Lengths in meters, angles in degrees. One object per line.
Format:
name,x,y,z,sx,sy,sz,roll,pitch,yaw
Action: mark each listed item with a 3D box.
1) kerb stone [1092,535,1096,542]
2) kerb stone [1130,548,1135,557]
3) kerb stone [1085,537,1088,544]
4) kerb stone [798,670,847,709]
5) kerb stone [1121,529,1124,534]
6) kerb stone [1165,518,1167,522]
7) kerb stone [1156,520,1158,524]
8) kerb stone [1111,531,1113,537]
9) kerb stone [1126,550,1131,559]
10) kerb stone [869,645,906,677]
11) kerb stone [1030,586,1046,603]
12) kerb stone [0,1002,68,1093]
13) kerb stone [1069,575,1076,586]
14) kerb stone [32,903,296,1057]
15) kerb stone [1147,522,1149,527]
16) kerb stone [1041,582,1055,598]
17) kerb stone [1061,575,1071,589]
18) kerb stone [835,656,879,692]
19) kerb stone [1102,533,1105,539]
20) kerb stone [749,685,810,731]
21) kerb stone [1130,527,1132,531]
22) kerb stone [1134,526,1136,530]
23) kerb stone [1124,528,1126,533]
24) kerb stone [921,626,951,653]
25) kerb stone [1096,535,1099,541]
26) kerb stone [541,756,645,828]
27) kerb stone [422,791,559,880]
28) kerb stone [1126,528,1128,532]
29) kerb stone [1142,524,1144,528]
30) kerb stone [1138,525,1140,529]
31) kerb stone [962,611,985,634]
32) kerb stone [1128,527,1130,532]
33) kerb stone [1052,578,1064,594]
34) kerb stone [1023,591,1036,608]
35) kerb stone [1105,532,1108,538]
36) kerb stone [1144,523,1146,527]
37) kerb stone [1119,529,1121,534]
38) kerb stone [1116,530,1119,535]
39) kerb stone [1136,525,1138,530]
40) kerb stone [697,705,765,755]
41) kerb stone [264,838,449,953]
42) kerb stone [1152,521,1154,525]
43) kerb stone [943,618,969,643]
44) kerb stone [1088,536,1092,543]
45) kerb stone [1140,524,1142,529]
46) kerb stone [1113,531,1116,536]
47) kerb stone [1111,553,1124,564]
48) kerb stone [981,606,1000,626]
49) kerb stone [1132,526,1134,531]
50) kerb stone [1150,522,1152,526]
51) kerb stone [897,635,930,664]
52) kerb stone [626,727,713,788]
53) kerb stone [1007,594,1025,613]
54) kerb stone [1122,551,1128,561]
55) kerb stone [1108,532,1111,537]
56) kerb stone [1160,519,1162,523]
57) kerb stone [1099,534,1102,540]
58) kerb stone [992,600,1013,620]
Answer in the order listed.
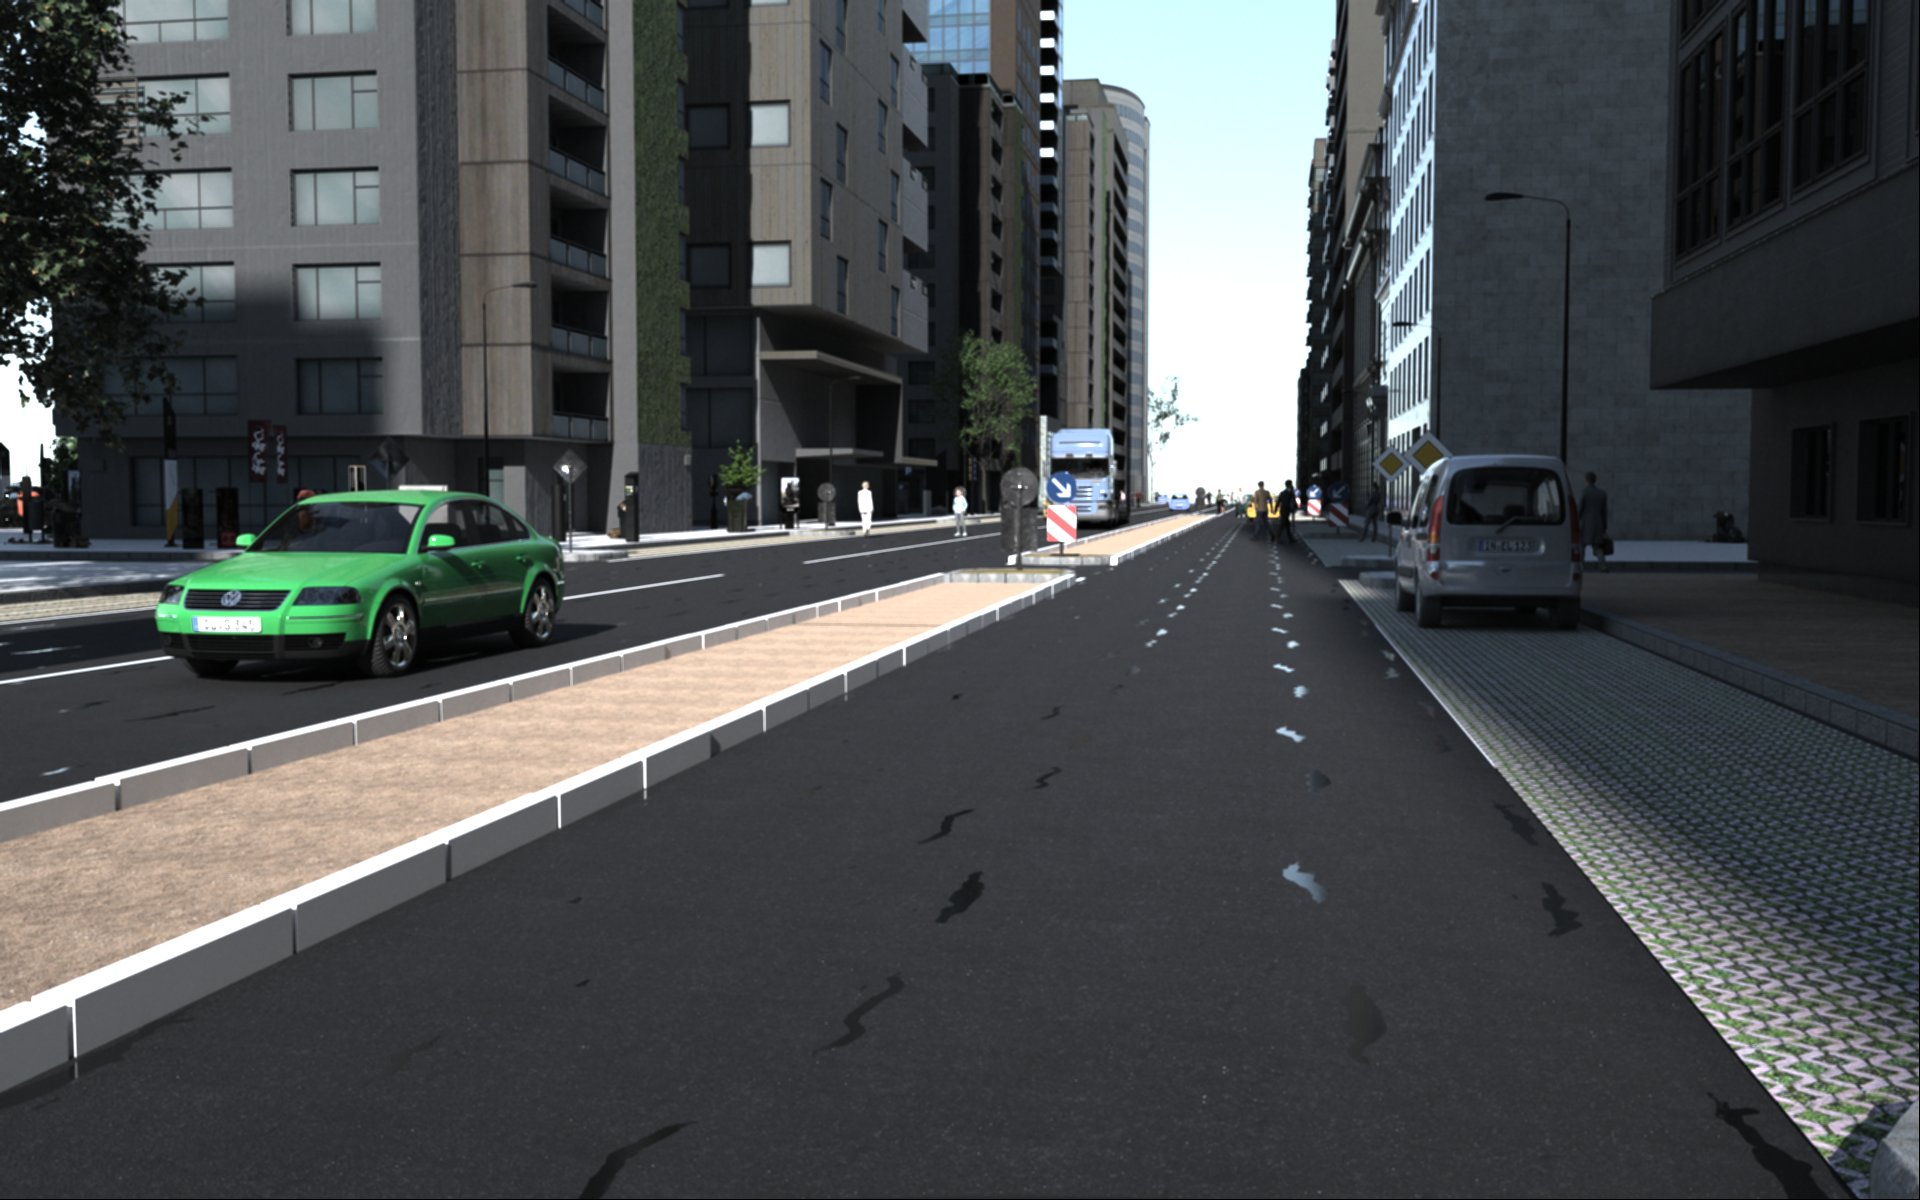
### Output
kerb stone,3.831,-1.775,51.296,0.120,0.150,1.000,1,4,10
kerb stone,3.762,-1.012,38.847,0.120,0.150,1.000,1,4,10
kerb stone,3.470,-1.655,49.284,0.120,0.150,1.000,1,4,10
kerb stone,-0.976,0.625,11.972,0.120,0.150,1.000,1,4,10
kerb stone,5.612,-2.398,61.400,0.120,0.150,1.000,1,4,10
kerb stone,10.231,-4.001,87.613,0.120,0.150,1.000,1,4,10
kerb stone,8.982,-3.570,80.567,0.120,0.150,1.000,1,4,10
kerb stone,4.891,-2.150,57.351,0.120,0.150,1.000,1,4,10
kerb stone,3.581,-0.957,37.835,0.120,0.150,1.000,1,4,10
kerb stone,-0.619,0.501,14.006,0.120,0.150,1.000,1,4,10
kerb stone,0.996,-0.052,23.118,0.120,0.150,1.000,1,4,10
kerb stone,-2.401,1.125,3.896,0.120,0.150,1.000,1,4,10
kerb stone,1.703,-0.300,27.148,0.120,0.150,1.000,1,4,10
kerb stone,-2.220,1.058,4.902,0.120,0.150,1.000,1,4,10
kerb stone,7.924,-3.200,74.507,0.120,0.150,1.000,1,4,10
kerb stone,1.165,-0.118,24.126,0.120,0.150,1.000,1,4,10
kerb stone,1.522,-0.241,26.142,0.120,0.150,1.000,1,4,10
kerb stone,-0.794,0.563,12.992,0.120,0.150,1.000,1,4,10
kerb stone,4.365,-1.965,54.327,0.120,0.150,1.000,1,4,10
kerb stone,-1.151,0.687,10.965,0.120,0.150,1.000,1,4,10
kerb stone,6.322,-2.644,65.428,0.120,0.150,1.000,1,4,10
kerb stone,6.673,-2.764,67.453,0.120,0.150,1.000,1,4,10
kerb stone,5.784,-2.459,62.407,0.120,0.150,1.000,1,4,10
kerb stone,-0.258,0.378,16.018,0.120,0.150,1.000,1,4,10
kerb stone,4.012,-1.842,52.311,0.120,0.150,1.000,1,4,10
kerb stone,-1.687,0.878,7.924,0.120,0.150,1.000,1,4,10
kerb stone,-1.869,0.934,6.918,0.120,0.150,1.000,1,4,10
kerb stone,5.968,-2.520,63.415,0.120,0.150,1.000,1,4,10
kerb stone,7.384,-3.014,71.482,0.120,0.150,1.000,1,4,10
kerb stone,7.033,-2.890,69.468,0.120,0.150,1.000,1,4,10
kerb stone,0.094,0.254,18.047,0.120,0.150,1.000,1,4,10
kerb stone,6.146,-2.582,64.422,0.120,0.150,1.000,1,4,10
kerb stone,1.349,-0.176,25.132,0.120,0.150,1.000,1,4,10
kerb stone,0.813,0.014,22.112,0.120,0.150,1.000,1,4,10
kerb stone,4.541,-2.024,55.334,0.120,0.150,1.000,1,4,10
kerb stone,7.565,-3.076,72.487,0.120,0.150,1.000,1,4,10
kerb stone,5.434,-2.330,60.384,0.120,0.150,1.000,1,4,10
kerb stone,5.250,-2.274,59.376,0.120,0.150,1.000,1,4,10
kerb stone,6.853,-2.828,68.462,0.120,0.150,1.000,1,4,10
kerb stone,-1.334,0.755,9.951,0.120,0.150,1.000,1,4,10
kerb stone,-2.044,0.996,5.909,0.120,0.150,1.000,1,4,10
kerb stone,8.459,-3.384,77.545,0.120,0.150,1.000,1,4,10
kerb stone,-0.079,0.316,17.039,0.120,0.150,1.000,1,4,10
kerb stone,3.658,-1.718,50.288,0.120,0.150,1.000,1,4,10
kerb stone,7.216,-2.953,70.473,0.120,0.150,1.000,1,4,10
kerb stone,5.074,-2.211,58.365,0.120,0.150,1.000,1,4,10
kerb stone,3.228,-0.828,35.799,0.120,0.150,1.000,1,4,10
kerb stone,0.272,0.198,19.057,0.120,0.150,1.000,1,4,10
kerb stone,6.500,-2.706,66.446,0.120,0.150,1.000,1,4,10
kerb stone,8.272,-3.323,76.538,0.120,0.150,1.000,1,4,10
kerb stone,-0.433,0.439,15.011,0.120,0.150,1.000,1,4,10
kerb stone,-1.502,0.811,8.929,0.120,0.150,1.000,1,4,10
kerb stone,0.633,0.068,21.090,0.120,0.150,1.000,1,4,10
kerb stone,3.409,-0.893,36.811,0.120,0.150,1.000,1,4,10
kerb stone,4.719,-2.088,56.340,0.120,0.150,1.000,1,4,10
kerb stone,9.522,-3.752,83.587,0.120,0.150,1.000,1,4,10
kerb stone,4.184,-1.904,53.319,0.120,0.150,1.000,1,4,10
kerb stone,0.456,0.130,20.069,0.120,0.150,1.000,1,4,10
